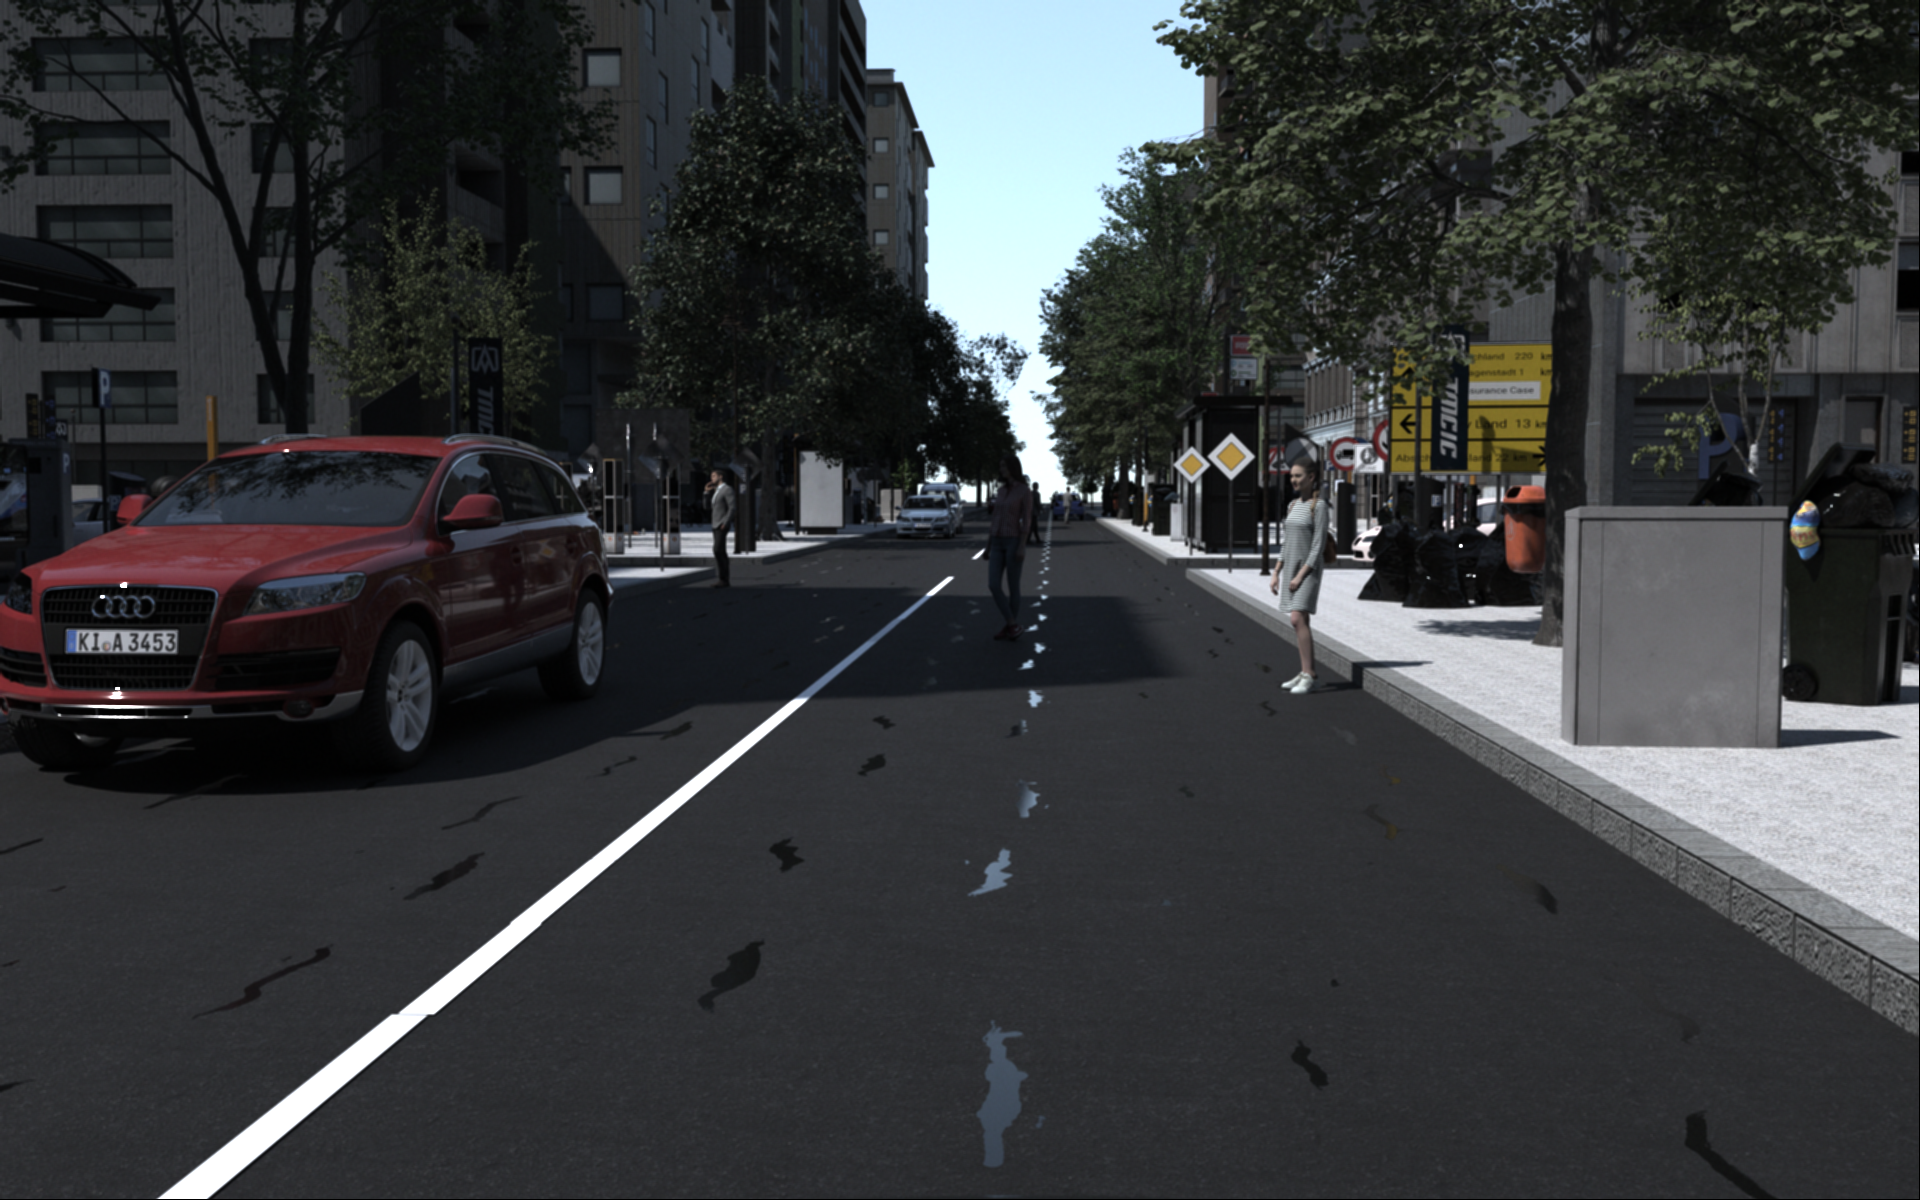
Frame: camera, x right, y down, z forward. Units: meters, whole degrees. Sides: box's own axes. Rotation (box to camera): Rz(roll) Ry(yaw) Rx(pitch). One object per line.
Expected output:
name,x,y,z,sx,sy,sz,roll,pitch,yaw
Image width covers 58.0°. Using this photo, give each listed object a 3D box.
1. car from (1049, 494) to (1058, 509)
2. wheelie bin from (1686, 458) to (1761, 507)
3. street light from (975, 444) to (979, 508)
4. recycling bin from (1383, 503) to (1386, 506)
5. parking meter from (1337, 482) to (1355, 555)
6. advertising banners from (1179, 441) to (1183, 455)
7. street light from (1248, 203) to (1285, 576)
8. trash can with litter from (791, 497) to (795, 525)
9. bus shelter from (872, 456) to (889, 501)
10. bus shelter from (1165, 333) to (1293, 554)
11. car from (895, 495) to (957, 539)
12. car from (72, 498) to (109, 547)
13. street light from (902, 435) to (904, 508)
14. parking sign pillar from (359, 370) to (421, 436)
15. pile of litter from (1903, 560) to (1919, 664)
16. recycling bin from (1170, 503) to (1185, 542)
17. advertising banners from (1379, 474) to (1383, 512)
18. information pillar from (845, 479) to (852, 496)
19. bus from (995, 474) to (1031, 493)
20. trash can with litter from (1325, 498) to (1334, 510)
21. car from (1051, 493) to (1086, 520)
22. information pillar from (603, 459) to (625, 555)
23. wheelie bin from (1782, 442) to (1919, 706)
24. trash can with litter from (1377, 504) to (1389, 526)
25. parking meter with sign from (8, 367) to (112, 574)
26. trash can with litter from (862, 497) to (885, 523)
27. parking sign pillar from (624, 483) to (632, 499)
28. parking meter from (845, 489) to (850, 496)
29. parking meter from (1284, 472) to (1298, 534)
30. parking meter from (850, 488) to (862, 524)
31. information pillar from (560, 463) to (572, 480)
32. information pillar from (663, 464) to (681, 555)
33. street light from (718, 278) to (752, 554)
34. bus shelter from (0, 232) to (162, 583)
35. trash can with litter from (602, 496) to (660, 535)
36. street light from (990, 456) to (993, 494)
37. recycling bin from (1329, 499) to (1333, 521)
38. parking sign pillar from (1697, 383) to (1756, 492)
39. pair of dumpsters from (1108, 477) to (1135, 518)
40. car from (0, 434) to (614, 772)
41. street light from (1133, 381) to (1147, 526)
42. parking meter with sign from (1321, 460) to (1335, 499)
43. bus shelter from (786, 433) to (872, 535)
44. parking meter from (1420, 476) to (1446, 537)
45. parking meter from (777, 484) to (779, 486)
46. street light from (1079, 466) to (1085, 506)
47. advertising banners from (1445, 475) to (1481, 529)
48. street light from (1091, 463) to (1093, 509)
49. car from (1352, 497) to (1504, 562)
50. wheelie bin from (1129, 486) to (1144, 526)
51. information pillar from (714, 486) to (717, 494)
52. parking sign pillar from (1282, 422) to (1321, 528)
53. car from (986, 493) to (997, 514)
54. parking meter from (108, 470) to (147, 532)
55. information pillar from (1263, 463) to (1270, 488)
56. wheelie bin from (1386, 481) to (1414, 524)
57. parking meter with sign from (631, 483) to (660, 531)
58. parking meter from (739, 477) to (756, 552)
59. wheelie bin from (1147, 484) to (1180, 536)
car,9.706,-9.506,167.223,2.131,1.459,4.920,0,4,1
wheelie bin,6.880,-0.473,15.643,0.693,1.594,0.980,1,4,22
street light,1.532,-11.175,155.491,0.468,5.910,1.993,0,4,3
recycling bin,12.631,-2.270,49.667,0.722,1.027,0.722,-2,4,-27
parking meter,8.124,-1.715,36.450,0.372,1.533,0.369,0,3,0
advertising banners,8.115,-3.753,57.552,2.074,3.025,0.090,-2,4,-28
street light,4.824,-3.327,27.176,0.468,5.910,1.993,0,4,3
trash can with litter,-6.496,-3.682,71.592,1.055,1.170,0.624,-3,5,-42
bus shelter,-4.937,-5.873,89.954,2.014,3.302,5.546,0,4,3
bus shelter,6.268,-3.883,41.113,2.179,5.291,8.768,0,4,3
car,-1.080,-2.716,56.413,2.014,1.417,4.499,0,4,2
car,-16.774,-1.298,33.588,4.827,1.381,2.083,0,4,4
street light,-2.628,-6.520,79.386,0.468,5.910,1.993,0,4,3
parking sign pillar,-12.344,-2.994,37.430,1.447,3.967,1.447,-3,4,-36
pile of litter,7.635,0.019,13.660,1.176,0.858,1.719,2,4,32
recycling bin,6.207,-2.112,47.078,0.722,1.027,0.722,3,5,43
advertising banners,11.793,-3.202,48.545,0.090,3.025,2.074,1,4,12
information pillar,-5.392,-4.800,82.973,0.304,2.012,0.304,-3,4,-36
bus,4.949,-9.938,157.349,2.948,3.499,13.247,0,4,4
trash can with litter,11.525,-2.697,55.487,0.624,1.170,1.055,2,4,30
car,6.065,-5.330,96.744,1.945,1.707,3.694,0,4,3
information pillar,-7.330,-1.970,36.701,0.304,2.012,0.304,2,4,28
wheelie bin,5.531,-0.174,10.749,0.980,1.594,0.693,-3,5,-43
trash can with litter,10.166,-1.876,42.066,1.055,1.170,0.624,1,4,16
parking meter with sign,-12.731,-1.696,23.984,1.738,3.016,0.543,-1,4,-9
trash can with litter,-3.899,-4.035,77.352,1.055,1.170,0.624,-3,5,-40
parking sign pillar,-14.451,-5.255,74.393,1.447,3.967,1.447,1,4,13
parking meter,-5.153,-4.329,79.196,0.372,1.533,0.369,0,3,0
parking meter,8.094,-2.227,42.117,0.399,1.863,0.255,-1,4,-23
parking meter,-4.352,-3.978,73.449,0.372,1.533,0.369,0,3,0
information pillar,-9.300,-2.212,40.661,0.304,2.012,0.304,3,5,42
information pillar,-6.083,-1.951,36.383,0.304,2.012,0.304,-3,5,-42
street light,-4.797,-3.935,37.121,0.468,5.910,1.993,0,4,3
bus shelter,-7.582,-1.063,11.305,2.014,3.302,5.546,0,4,3
trash can with litter,-10.599,-2.665,54.622,1.678,1.210,2.233,-3,5,-44
street light,3.651,-13.670,196.293,0.468,5.910,1.993,0,4,3
recycling bin,18.012,-4.340,83.510,0.722,1.027,0.722,2,4,28
parking sign pillar,18.263,-3.232,41.307,1.447,3.967,1.447,-2,4,-26
pair of dumpsters,8.981,-5.674,95.256,1.574,2.255,4.437,0,4,3
car,-3.704,-0.124,10.699,2.281,1.827,5.304,0,4,5
street light,7.110,-5.857,68.546,0.468,5.910,1.993,0,4,3
parking meter with sign,18.834,-5.709,89.608,0.543,3.016,1.738,0,4,-6
bus shelter,-4.259,-3.833,56.596,2.014,3.302,5.546,0,4,3
parking meter,6.737,-1.000,24.753,0.372,1.533,0.369,0,3,0
parking meter,-9.825,-5.351,93.198,0.399,1.863,0.255,0,4,-1
street light,13.402,-13.082,186.675,0.468,5.910,1.993,0,4,3
advertising banners,7.101,-1.738,24.609,0.090,3.025,2.074,0,4,3
street light,11.061,-10.512,144.657,0.468,5.910,1.993,0,4,3
car,9.871,-1.247,32.744,4.827,1.381,2.083,0,4,4
wheelie bin,7.394,-3.817,70.318,0.980,1.594,0.693,-1,4,-11
information pillar,-8.051,-3.269,57.947,0.304,2.012,0.304,-1,4,-14
parking sign pillar,12.874,-4.687,65.108,1.447,3.967,1.447,0,4,-1
car,2.934,-7.116,125.379,2.155,1.783,4.494,0,4,1
parking meter,-8.828,-0.611,18.402,0.372,1.533,0.369,0,3,0
information pillar,19.299,-7.195,108.992,0.504,3.616,0.183,-1,4,-18
wheelie bin,10.490,-2.008,40.732,0.980,1.594,0.693,-3,5,-41
parking meter with sign,-11.040,-3.920,60.346,1.738,3.016,0.543,-3,4,-37
parking meter,-4.757,-2.003,38.455,0.399,1.863,0.255,1,4,20
wheelie bin,6.293,-2.792,53.558,0.980,1.594,0.693,0,4,6
